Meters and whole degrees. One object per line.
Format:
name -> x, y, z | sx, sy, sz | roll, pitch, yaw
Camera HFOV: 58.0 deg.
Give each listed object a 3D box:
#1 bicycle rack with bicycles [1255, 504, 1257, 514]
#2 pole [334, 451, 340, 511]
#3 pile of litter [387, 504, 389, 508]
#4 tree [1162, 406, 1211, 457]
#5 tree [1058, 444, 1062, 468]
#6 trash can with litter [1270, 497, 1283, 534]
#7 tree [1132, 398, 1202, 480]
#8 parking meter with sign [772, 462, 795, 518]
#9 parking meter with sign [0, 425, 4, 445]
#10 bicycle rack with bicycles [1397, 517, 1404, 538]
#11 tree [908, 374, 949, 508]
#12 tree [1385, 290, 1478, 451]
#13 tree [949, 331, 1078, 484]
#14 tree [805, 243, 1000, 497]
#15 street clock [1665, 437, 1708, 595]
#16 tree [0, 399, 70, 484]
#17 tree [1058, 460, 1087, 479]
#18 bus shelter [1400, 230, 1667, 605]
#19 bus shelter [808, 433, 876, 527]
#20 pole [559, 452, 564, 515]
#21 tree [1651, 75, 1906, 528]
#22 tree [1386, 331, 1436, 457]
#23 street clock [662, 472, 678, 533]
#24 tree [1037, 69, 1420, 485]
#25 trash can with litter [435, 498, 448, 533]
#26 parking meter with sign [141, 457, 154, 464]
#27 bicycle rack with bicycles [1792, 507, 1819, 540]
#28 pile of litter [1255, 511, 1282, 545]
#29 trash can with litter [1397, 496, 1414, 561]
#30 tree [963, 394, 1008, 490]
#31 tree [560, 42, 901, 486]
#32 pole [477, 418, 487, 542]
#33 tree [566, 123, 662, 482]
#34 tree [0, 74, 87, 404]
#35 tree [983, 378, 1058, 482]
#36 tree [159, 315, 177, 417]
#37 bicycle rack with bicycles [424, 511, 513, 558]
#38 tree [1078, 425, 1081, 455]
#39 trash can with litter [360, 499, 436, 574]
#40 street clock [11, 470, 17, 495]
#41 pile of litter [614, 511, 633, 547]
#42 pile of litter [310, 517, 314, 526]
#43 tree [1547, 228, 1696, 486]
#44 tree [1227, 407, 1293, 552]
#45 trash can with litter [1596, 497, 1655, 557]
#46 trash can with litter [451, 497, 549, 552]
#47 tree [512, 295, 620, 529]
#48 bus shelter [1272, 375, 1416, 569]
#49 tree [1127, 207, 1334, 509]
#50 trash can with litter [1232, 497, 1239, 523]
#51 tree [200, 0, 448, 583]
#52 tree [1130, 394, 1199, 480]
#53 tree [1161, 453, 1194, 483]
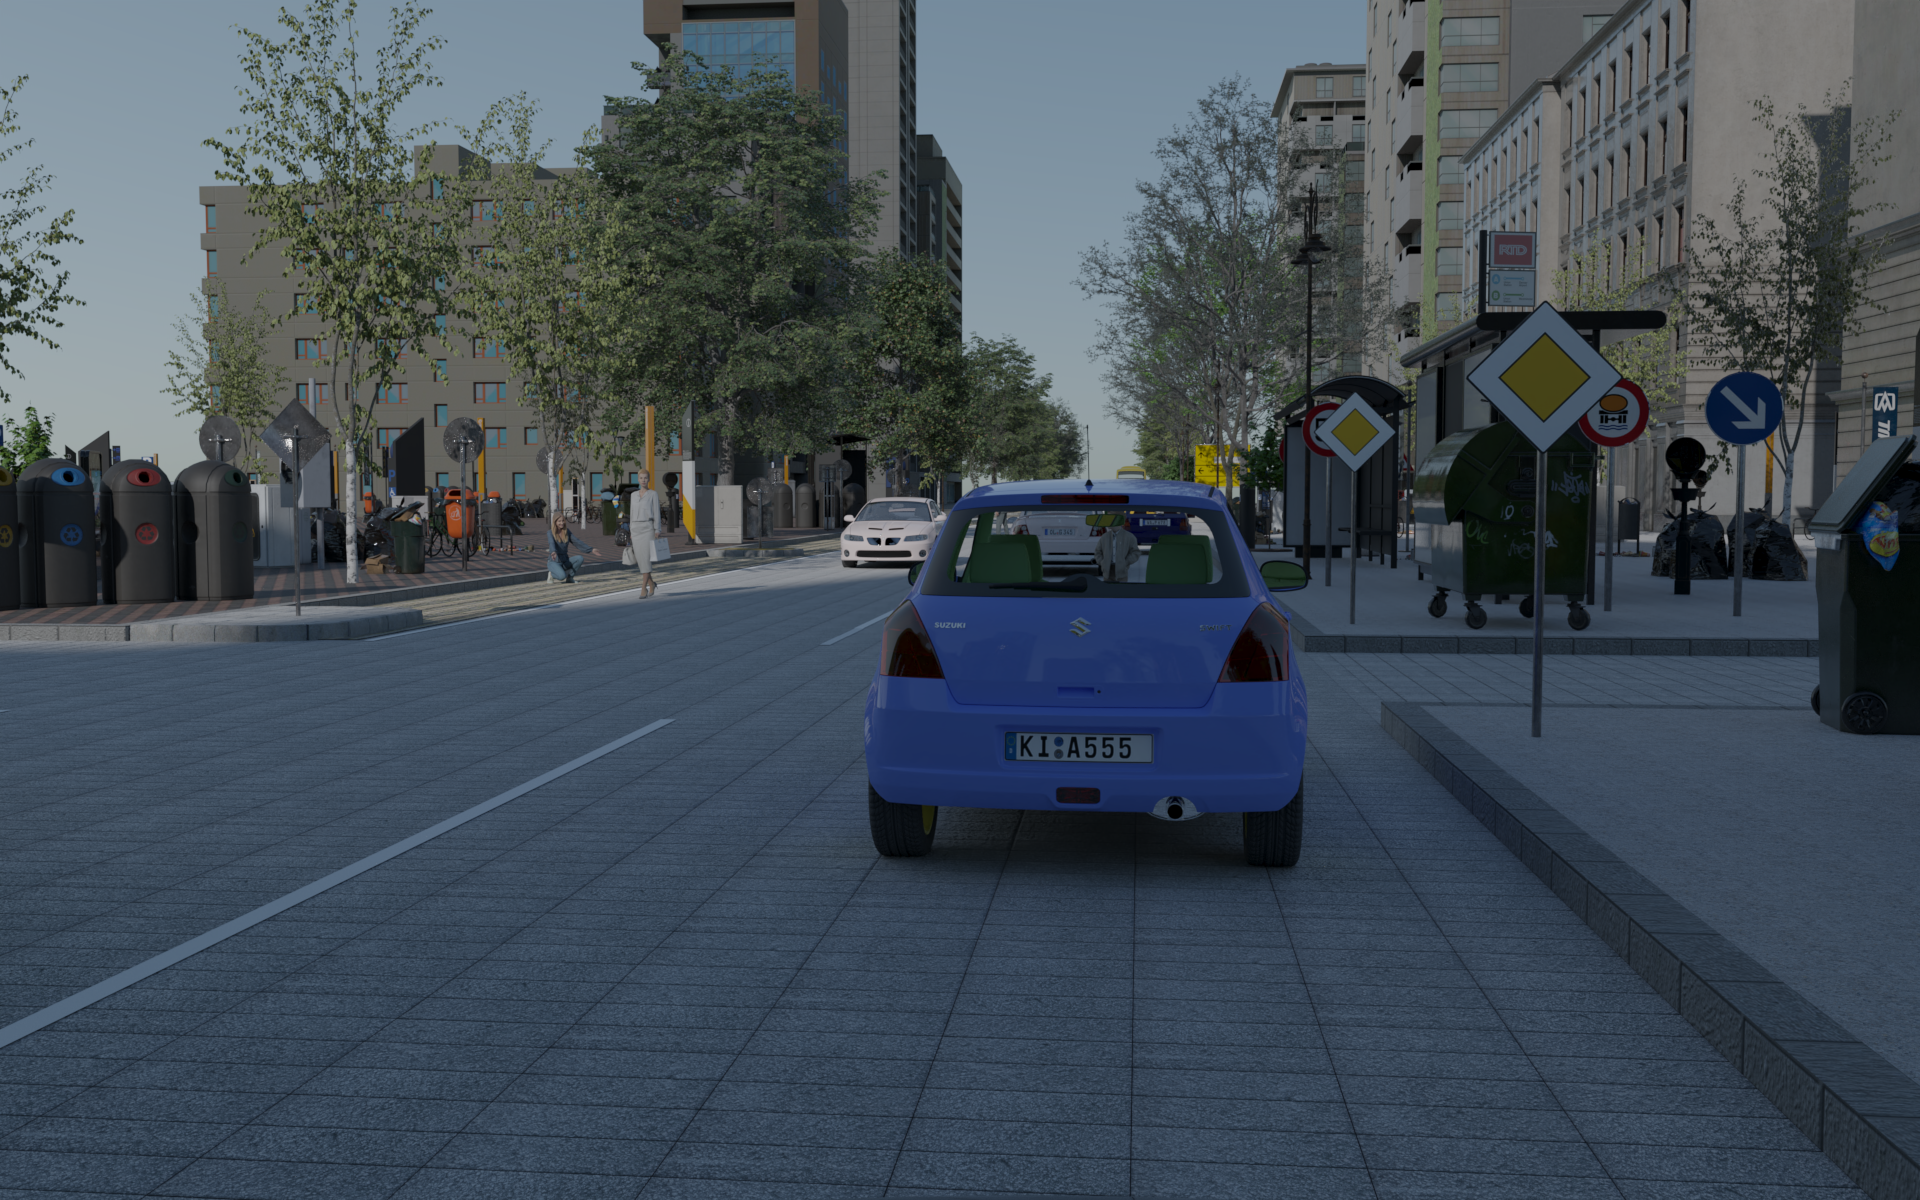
bicycle rack with bicycles -> 14.328, -4.728, 90.685 | 2.925, 0.926, 2.852 | 1, 4, 19
pole -> -29.721, -5.429, 82.609 | 0.158, 3.312, 0.155 | 0, 3, 0
pile of litter -> -29.231, -4.579, 88.839 | 1.719, 0.858, 1.176 | -1, 4, -13
tree -> 18.809, -11.862, 144.313 | 4.737, 8.622, 4.395 | 0, 3, 0
tree -> 6.869, -16.295, 184.548 | 7.486, 12.596, 7.792 | 0, 3, 0
trash can with litter -> 10.266, -2.773, 56.390 | 1.678, 1.210, 2.233 | 2, 4, 27
tree -> 23.931, -16.928, 193.781 | 9.611, 12.733, 9.660 | 0, 3, 0
parking meter with sign -> -9.243, -5.945, 93.457 | 1.738, 3.016, 0.543 | -1, 4, -21
parking meter with sign -> -24.922, -2.898, 43.648 | 1.738, 3.016, 0.543 | 1, 4, 23
bicycle rack with bicycles -> 11.618, -2.331, 51.501 | 2.852, 0.926, 2.925 | 0, 4, -6
tree -> -1.479, -9.265, 101.839 | 4.737, 8.622, 4.395 | 0, 3, 0
tree -> 17.261, -6.811, 61.721 | 4.737, 8.622, 4.395 | 0, 3, 0
tree -> 2.810, -14.028, 136.017 | 9.857, 13.997, 8.962 | 0, 3, 0
tree -> -2.702, -9.917, 79.155 | 9.611, 12.733, 9.660 | 0, 3, 0
street clock -> 9.237, -1.072, 22.090 | 0.471, 2.002, 0.358 | 2, 4, 25
tree -> -18.529, -2.459, 34.804 | 1.663, 3.219, 1.824 | 0, 3, 0
tree -> 14.712, -19.447, 252.366 | 8.767, 10.594, 7.601 | -2, 4, -29
bus shelter -> 7.459, -2.844, 24.129 | 2.179, 5.291, 8.768 | 0, 4, 6
bus shelter -> -4.717, -4.805, 69.840 | 1.731, 3.624, 6.357 | 0, 4, 6
pole -> -19.136, -5.458, 83.086 | 0.158, 3.312, 0.155 | 0, 3, 0
tree -> 14.935, -4.951, 31.307 | 4.360, 8.622, 3.978 | 0, 3, 0
tree -> 21.078, -7.753, 77.126 | 4.360, 8.622, 3.978 | 0, 3, 0
street clock -> -9.591, -3.229, 57.365 | 0.471, 2.002, 0.358 | -2, 4, -34
tree -> 8.340, -8.616, 51.239 | 12.009, 13.543, 11.850 | 0, 3, 0
trash can with litter -> -16.455, -2.722, 55.884 | 1.055, 1.170, 0.624 | 1, 4, 18
parking meter with sign -> -37.764, -5.214, 81.503 | 0.543, 3.016, 1.738 | 0, 4, 3
bicycle rack with bicycles -> 24.498, -2.103, 47.758 | 2.925, 0.926, 2.852 | -3, 4, -38
pile of litter -> 7.477, -1.856, 44.303 | 1.176, 0.858, 1.719 | -1, 4, -22
trash can with litter -> 9.680, -1.400, 33.944 | 2.233, 1.210, 1.678 | 1, 4, 13
tree -> 1.151, -10.479, 121.701 | 4.360, 8.622, 3.978 | 0, 3, 0
tree -> -6.703, -8.775, 50.120 | 9.857, 13.997, 8.962 | 0, 3, 0
pole -> -12.798, -3.214, 46.392 | 0.158, 3.312, 0.155 | 0, 3, 0
tree -> -7.517, -4.989, 31.934 | 4.737, 8.622, 4.395 | 0, 3, 0
tree -> -16.811, -4.785, 28.592 | 4.737, 8.622, 4.395 | 0, 3, 0
tree -> 5.183, -15.236, 167.234 | 7.486, 12.596, 7.792 | 0, 3, 0
tree -> -24.339, -6.585, 58.028 | 4.737, 8.622, 4.395 | 0, 3, 0
bicycle rack with bicycles -> -10.577, -1.380, 35.937 | 2.852, 0.926, 2.925 | -3, 5, -40
tree -> 12.138, -19.952, 232.876 | 9.857, 13.997, 8.962 | 0, 3, 0
trash can with litter -> -9.113, -1.008, 27.875 | 1.055, 1.170, 0.624 | 0, 4, -1
street clock -> -23.612, -2.388, 43.616 | 0.358, 2.002, 0.471 | 3, 5, 42
pile of litter -> -8.059, -1.772, 42.934 | 1.176, 0.858, 1.719 | 0, 4, 3
pile of litter -> -16.920, -1.781, 43.077 | 1.719, 0.858, 1.176 | 2, 4, 31
tree -> 18.278, -6.025, 48.874 | 4.737, 8.622, 4.395 | 0, 3, 0
tree -> 6.930, -2.703, 38.795 | 1.663, 3.219, 1.824 | 0, 3, 0
trash can with litter -> 13.684, -1.527, 36.022 | 1.678, 1.210, 2.233 | -2, 4, -26
trash can with litter -> -10.240, -1.701, 38.865 | 2.233, 1.210, 1.678 | 1, 4, 19
tree -> -14.045, -6.907, 63.289 | 4.360, 8.622, 3.978 | 0, 3, 0
bus shelter -> 7.018, -2.343, 32.230 | 2.014, 3.302, 5.546 | 0, 4, 6
tree -> 9.916, -8.466, 64.167 | 9.928, 11.665, 9.643 | 0, 3, 0
trash can with litter -> 11.897, -3.950, 75.964 | 1.055, 1.170, 0.624 | -2, 4, -32
tree -> -8.573, -4.558, 24.890 | 4.737, 8.622, 4.395 | 0, 3, 0
tree -> 21.195, -15.917, 178.377 | 7.486, 12.596, 7.792 | 0, 3, 0
tree -> 15.887, -8.441, 121.719 | 4.285, 4.588, 4.351 | 0, 3, 0
